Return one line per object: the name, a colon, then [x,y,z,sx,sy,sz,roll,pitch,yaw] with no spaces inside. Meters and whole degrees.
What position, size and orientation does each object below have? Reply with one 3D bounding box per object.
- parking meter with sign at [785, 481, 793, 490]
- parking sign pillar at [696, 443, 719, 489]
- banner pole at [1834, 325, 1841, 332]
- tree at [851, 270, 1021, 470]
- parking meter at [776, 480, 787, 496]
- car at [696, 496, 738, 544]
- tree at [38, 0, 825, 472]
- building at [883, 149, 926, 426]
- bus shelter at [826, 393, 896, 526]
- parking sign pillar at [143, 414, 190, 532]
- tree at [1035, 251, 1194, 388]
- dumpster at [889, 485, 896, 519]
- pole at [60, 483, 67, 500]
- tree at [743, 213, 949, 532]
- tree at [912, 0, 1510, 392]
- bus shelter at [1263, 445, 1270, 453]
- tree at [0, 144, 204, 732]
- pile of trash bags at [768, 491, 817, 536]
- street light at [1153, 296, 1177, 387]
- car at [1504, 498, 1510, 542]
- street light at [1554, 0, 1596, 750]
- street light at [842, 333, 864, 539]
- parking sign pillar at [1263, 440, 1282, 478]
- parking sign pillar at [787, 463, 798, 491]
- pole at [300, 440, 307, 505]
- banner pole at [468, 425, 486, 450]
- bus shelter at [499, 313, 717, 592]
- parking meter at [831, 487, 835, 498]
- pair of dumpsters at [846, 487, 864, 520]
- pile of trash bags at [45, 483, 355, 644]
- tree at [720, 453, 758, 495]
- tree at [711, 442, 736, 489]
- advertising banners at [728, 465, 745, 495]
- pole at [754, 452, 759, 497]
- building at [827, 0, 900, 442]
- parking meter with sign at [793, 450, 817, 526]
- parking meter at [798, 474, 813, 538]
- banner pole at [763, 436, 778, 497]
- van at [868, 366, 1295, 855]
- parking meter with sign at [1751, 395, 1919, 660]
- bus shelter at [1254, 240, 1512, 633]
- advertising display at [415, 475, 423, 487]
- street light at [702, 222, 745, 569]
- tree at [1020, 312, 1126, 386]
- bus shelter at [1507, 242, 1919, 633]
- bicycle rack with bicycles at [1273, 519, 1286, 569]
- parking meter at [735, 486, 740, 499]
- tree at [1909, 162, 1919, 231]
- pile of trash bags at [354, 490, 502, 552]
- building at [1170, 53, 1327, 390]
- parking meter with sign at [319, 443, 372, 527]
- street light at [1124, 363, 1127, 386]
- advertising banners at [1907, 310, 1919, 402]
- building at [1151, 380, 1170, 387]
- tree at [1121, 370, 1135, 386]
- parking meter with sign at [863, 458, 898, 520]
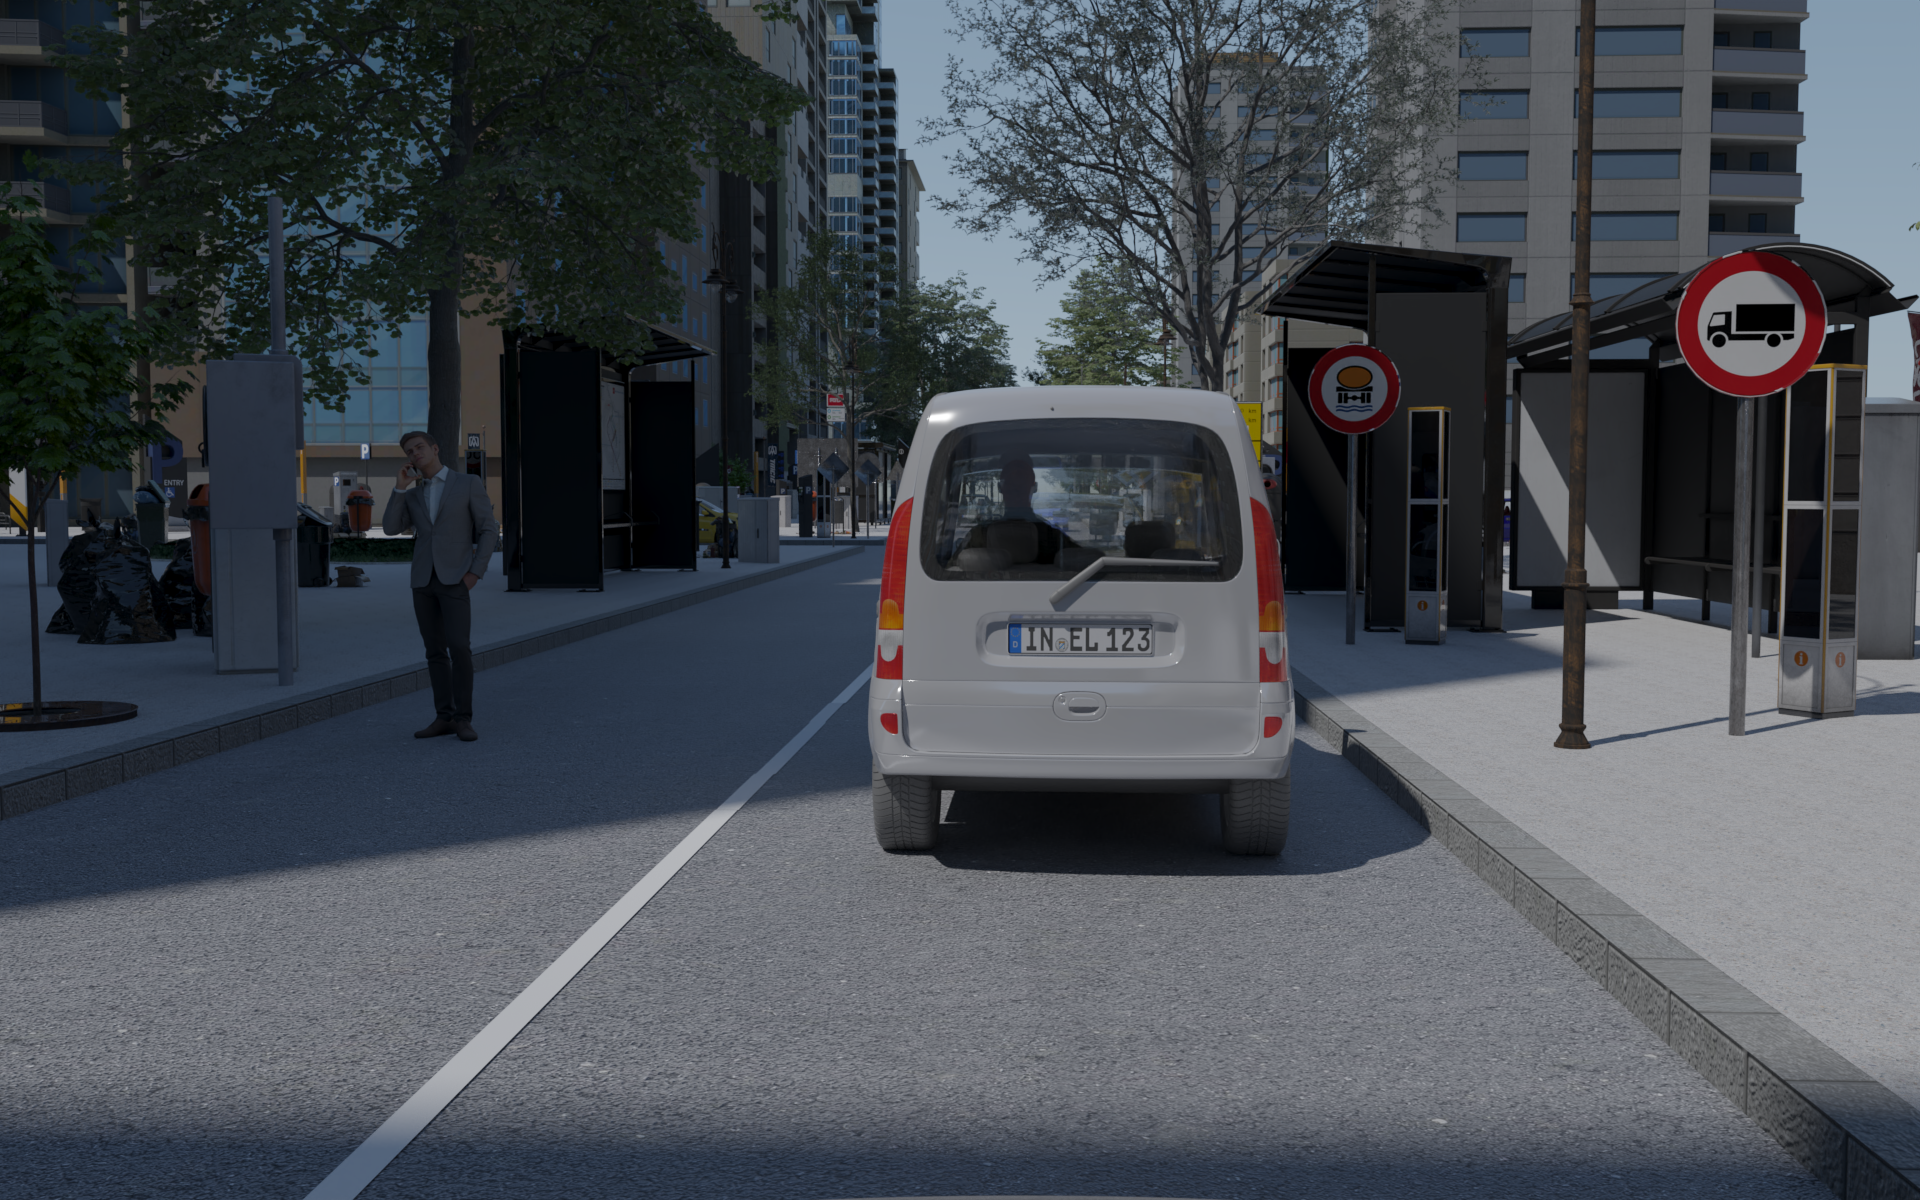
parking meter with sign: [-10.617,-6.685,105.555,1.738,3.016,0.543,-3,5,-45]
parking sign pillar: [-13.266,-6.245,90.581,1.447,3.967,1.447,-2,4,-28]
banner pole: [10.324,-1.892,20.954,0.863,3.779,0.401,3,5,43]
tree: [-1.689,-11.742,98.633,9.857,13.997,8.962,0,3,0]
parking meter: [-7.156,-3.905,69.557,0.399,1.863,0.255,-2,4,-32]
car: [-7.203,-2.189,46.019,3.980,1.641,2.015,0,4,3]
tree: [-4.831,-6.074,17.437,7.486,12.596,7.792,0,3,0]
building: [-20.400,-41.508,267.886,28.713,52.752,27.495,0,4,3]
bus shelter: [-4.087,-5.735,71.401,2.179,5.291,8.768,0,4,3]
parking sign pillar: [-27.007,-4.308,58.909,1.447,3.967,1.447,3,4,37]
tree: [6.980,-10.001,81.643,7.486,12.596,7.792,0,3,0]
dumpster: [-3.173,-5.199,90.766,1.264,1.857,1.865,0,4,3]
pole: [-31.311,-4.075,60.472,0.158,3.312,0.155,0,3,0]
tree: [-3.868,-7.572,58.210,7.601,10.594,8.767,0,4,1]
tree: [4.166,-7.227,28.525,12.009,13.543,11.850,0,3,0]
bus shelter: [10.080,-4.292,64.090,2.014,3.302,5.546,0,4,3]
tree: [-5.151,-0.919,9.621,1.663,3.219,1.824,0,3,0]
pile of trash bags: [-5.952,-2.643,52.972,3.447,1.369,1.912,1,4,9]
street light: [4.764,-4.130,40.317,0.468,5.910,1.993,0,4,3]
car: [14.090,-2.020,45.600,3.894,1.354,1.945,0,4,5]
street light: [3.104,-2.191,8.603,0.468,5.910,1.993,0,4,3]
street light: [-3.070,-4.712,49.823,0.468,5.910,1.993,0,4,3]
parking sign pillar: [15.519,-5.919,85.251,1.447,3.967,1.447,0,4,-1]
parking sign pillar: [-11.102,-7.920,117.970,1.447,3.967,1.447,-1,4,-21]
pole: [-24.937,-4.402,65.821,0.158,3.312,0.155,0,3,0]
banner pole: [-17.465,-4.454,62.847,0.863,3.779,0.401,-3,5,-39]
bus shelter: [-5.028,-2.103,25.670,1.731,3.624,6.357,0,4,3]
parking meter: [-5.585,-4.262,75.397,0.255,1.863,0.399,-2,4,-24]
pair of dumpsters: [-4.417,-4.681,79.027,1.574,2.255,4.437,0,4,3]
pile of trash bags: [-6.892,-0.346,15.403,1.912,1.369,3.447,-2,4,-35]
tree: [-10.565,-5.351,82.087,1.663,3.219,1.824,0,3,0]
tree: [-15.447,-7.584,107.717,4.285,4.588,4.351,0,3,0]
advertising banners: [-13.094,-6.571,103.616,2.074,3.025,0.090,1,4,8]
pole: [-9.803,-5.473,83.324,0.158,3.312,0.155,0,3,0]
building: [-18.613,-56.532,236.964,22.319,86.520,31.000,0,4,3]
parking meter with sign: [-5.969,-4.482,69.538,0.543,3.016,1.738,1,4,22]
parking meter: [-4.576,-2.786,51.260,0.399,1.863,0.255,-3,5,-43]
banner pole: [-8.249,-5.194,74.945,0.863,3.779,0.401,1,4,17]
van: [0.579,-0.078,8.286,2.013,2.044,4.112,0,4,4]
parking meter with sign: [7.064,-1.053,13.470,1.738,3.016,0.543,0,4,1]
bus shelter: [4.450,-1.701,19.099,1.731,3.624,6.357,0,4,3]
advertising display: [-17.801,-3.200,57.538,0.123,1.923,0.974,1,4,8]
street light: [-4.041,-3.483,29.738,0.468,5.910,1.993,0,4,3]
tree: [12.048,-19.657,177.288,12.611,20.169,13.585,0,3,0]
bus shelter: [6.793,-1.393,16.707,2.014,3.302,5.546,0,4,3]
bicycle rack with bicycles: [5.069,-0.664,24.242,2.925,0.926,2.852,-2,4,-23]
parking meter: [-7.371,-2.948,56.618,0.372,1.533,0.369,0,3,0]
tree: [13.525,-4.258,19.989,4.737,8.622,4.395,0,3,0]
pile of trash bags: [-11.921,-1.767,38.636,3.447,1.369,1.912,0,4,-8]
building: [39.613,-42.589,238.329,21.231,58.520,28.212,0,4,3]
parking meter with sign: [-20.939,-3.835,58.957,0.543,3.016,1.738,3,5,40]
street light: [5.815,-5.399,61.055,0.468,5.910,1.993,0,4,3]
advertising banners: [9.857,-1.284,17.187,2.074,3.025,0.090,-3,4,-36]
building: [43.821,-25.856,267.782,27.650,21.520,28.899,0,4,3]
tree: [8.708,-9.429,104.527,4.737,8.622,4.395,0,3,0]
parking meter with sign: [-3.862,-5.374,84.118,1.738,3.016,0.543,1,4,9]
